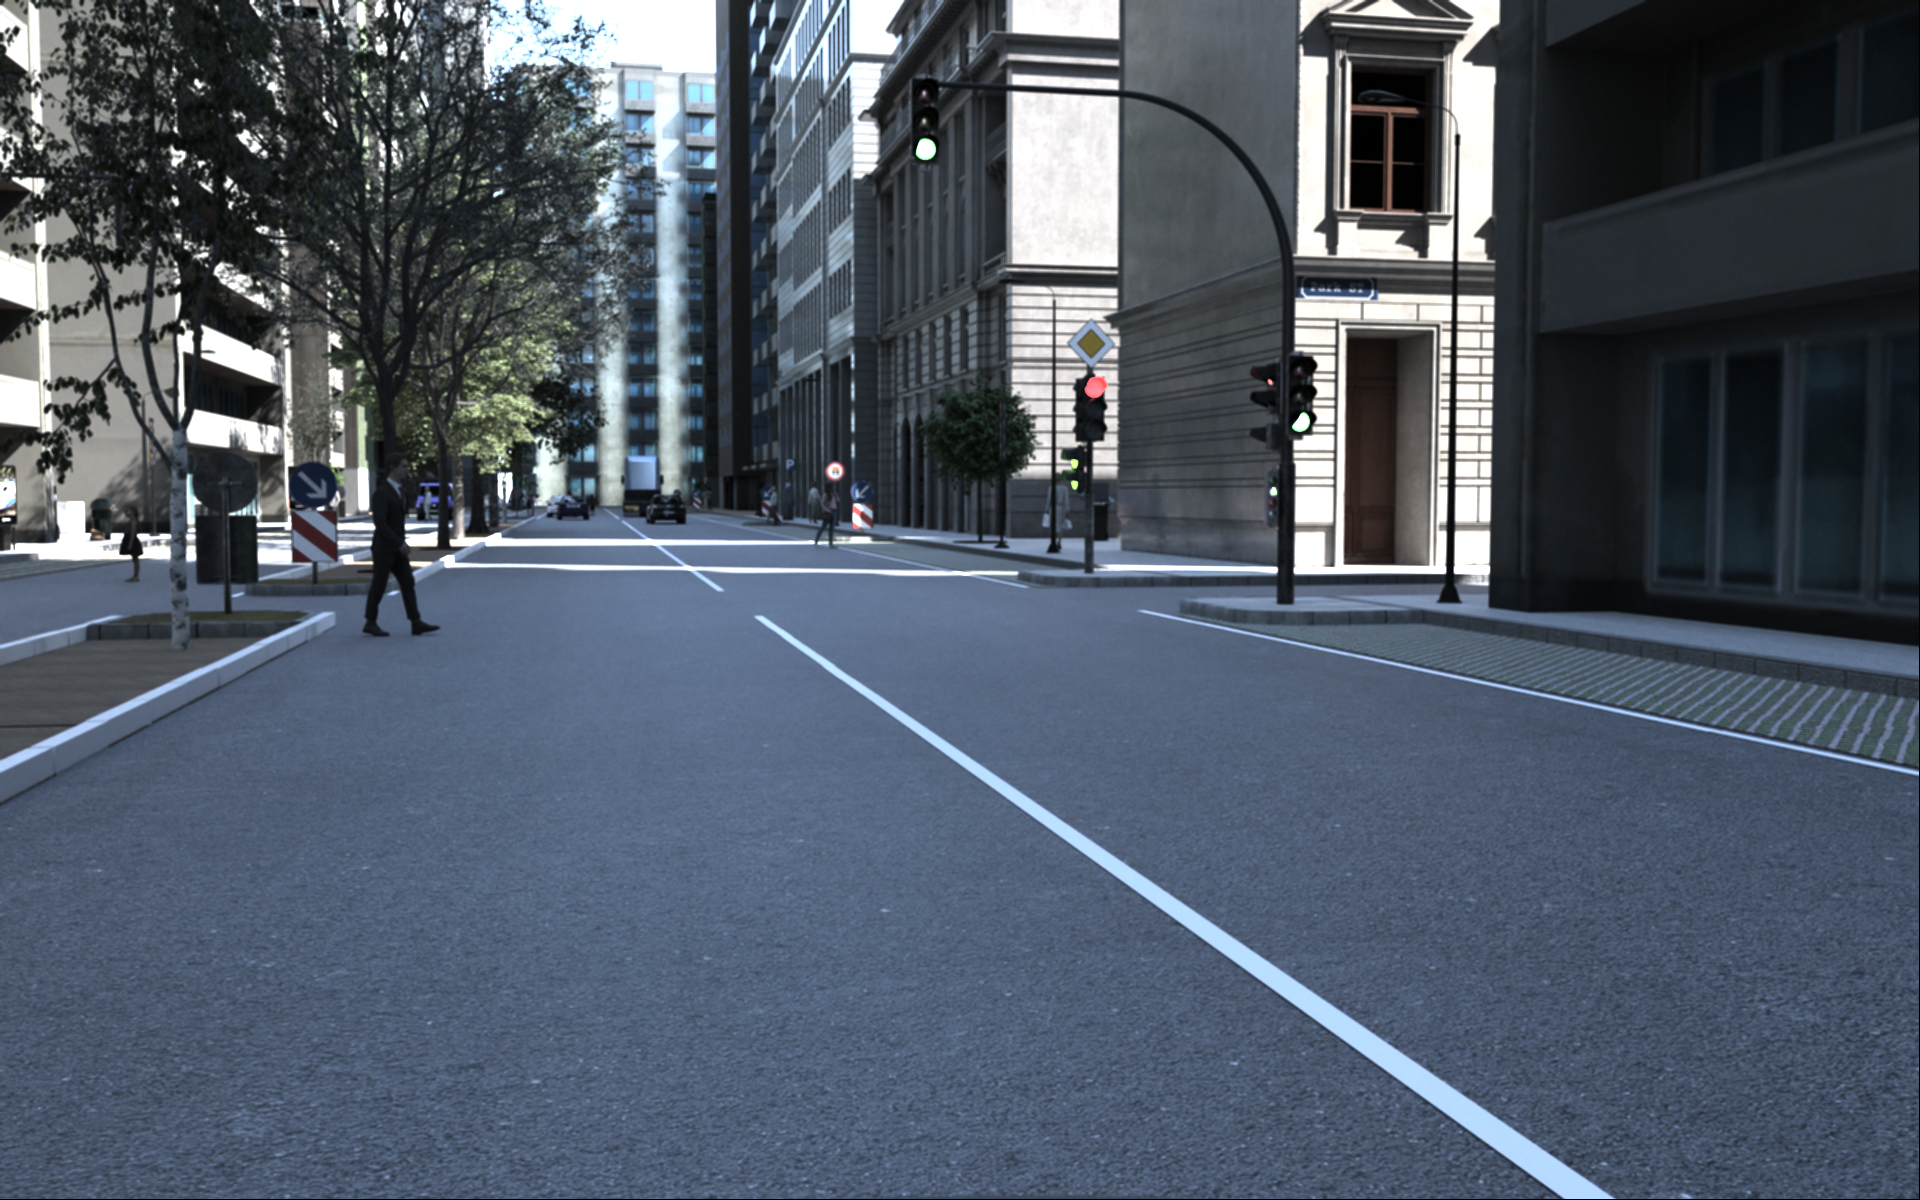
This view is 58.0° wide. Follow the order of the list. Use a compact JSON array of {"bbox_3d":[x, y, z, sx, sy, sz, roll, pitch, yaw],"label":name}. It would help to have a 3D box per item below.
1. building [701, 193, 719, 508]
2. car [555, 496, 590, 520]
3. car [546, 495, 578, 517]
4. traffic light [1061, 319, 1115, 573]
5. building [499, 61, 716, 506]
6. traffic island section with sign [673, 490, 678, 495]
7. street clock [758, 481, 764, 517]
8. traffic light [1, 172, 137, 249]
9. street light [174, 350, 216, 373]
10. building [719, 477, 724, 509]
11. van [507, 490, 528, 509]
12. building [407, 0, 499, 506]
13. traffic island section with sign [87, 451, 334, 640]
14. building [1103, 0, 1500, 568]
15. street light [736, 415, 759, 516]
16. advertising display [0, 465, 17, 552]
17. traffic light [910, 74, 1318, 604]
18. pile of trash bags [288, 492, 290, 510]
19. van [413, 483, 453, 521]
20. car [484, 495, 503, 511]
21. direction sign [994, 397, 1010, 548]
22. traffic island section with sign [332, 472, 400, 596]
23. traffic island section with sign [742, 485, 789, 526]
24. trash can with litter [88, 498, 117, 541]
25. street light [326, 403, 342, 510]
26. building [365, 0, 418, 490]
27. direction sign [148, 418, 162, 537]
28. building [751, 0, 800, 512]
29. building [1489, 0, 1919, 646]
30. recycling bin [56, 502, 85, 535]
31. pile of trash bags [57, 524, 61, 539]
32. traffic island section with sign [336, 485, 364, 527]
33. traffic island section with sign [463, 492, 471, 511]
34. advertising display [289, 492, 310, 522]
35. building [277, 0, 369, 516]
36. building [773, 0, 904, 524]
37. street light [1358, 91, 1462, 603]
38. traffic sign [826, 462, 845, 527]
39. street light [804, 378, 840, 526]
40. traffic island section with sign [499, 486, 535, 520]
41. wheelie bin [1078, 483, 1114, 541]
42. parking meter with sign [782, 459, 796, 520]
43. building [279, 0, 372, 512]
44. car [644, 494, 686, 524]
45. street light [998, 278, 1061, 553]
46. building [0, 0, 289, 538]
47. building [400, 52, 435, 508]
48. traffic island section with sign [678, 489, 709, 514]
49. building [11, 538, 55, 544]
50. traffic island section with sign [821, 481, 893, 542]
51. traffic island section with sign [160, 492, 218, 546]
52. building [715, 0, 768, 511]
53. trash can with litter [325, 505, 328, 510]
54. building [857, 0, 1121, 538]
[{"bbox_3d":[-18.288,-24.335,169.570,14.160,30.474,14.107,-1,4,-12],"label":"building"},{"bbox_3d":[-21.747,-5.179,97.264,1.945,1.354,3.894,-1,4,-14],"label":"car"},{"bbox_3d":[-24.862,-5.871,108.352,2.083,1.381,4.827,-1,4,-11],"label":"car"},{"bbox_3d":[2.072,-2.385,27.923,0.839,4.253,0.868,-1,4,-12],"label":"traffic light"},{"bbox_3d":[-36.244,-35.188,194.938,30.456,49.044,23.786,-1,4,-12],"label":"building"},{"bbox_3d":[-25.375,-8.927,154.584,1.989,1.847,2.006,-1,4,-12],"label":"traffic island section with sign"},{"bbox_3d":[-11.036,-5.596,96.072,0.358,2.002,0.471,0,4,2],"label":"street clock"},{"bbox_3d":[-14.136,-3.044,24.436,4.771,5.953,1.251,-1,4,-12],"label":"traffic light"},{"bbox_3d":[-24.616,-5.088,55.729,1.470,5.913,1.316,-1,4,-12],"label":"street light"},{"bbox_3d":[-14.853,-28.868,155.588,14.154,41.232,14.086,-1,4,-12],"label":"building"},{"bbox_3d":[-42.061,-9.634,164.524,2.013,2.044,4.112,-1,4,-11],"label":"van"},{"bbox_3d":[-64.769,-39.424,186.582,28.212,58.520,21.231,-1,4,-12],"label":"building"},{"bbox_3d":[-7.745,-0.602,17.986,2.006,1.907,1.989,-1,4,-12],"label":"traffic island section with sign"},{"bbox_3d":[14.257,-12.238,36.245,21.152,22.565,11.583,-1,4,-12],"label":"building"},{"bbox_3d":[-12.445,-7.898,101.675,1.470,5.913,1.316,-1,4,-12],"label":"street light"},{"bbox_3d":[-21.327,-2.044,38.638,0.123,1.923,0.974,0,4,-4],"label":"advertising display"},{"bbox_3d":[1.742,-2.744,19.537,4.771,5.953,1.251,-1,4,-12],"label":"traffic light"},{"bbox_3d":[-35.738,-4.789,88.054,3.447,1.369,1.912,-3,4,-37],"label":"pile of trash bags"},{"bbox_3d":[-28.850,-5.567,95.409,2.240,2.365,5.245,-1,4,-14],"label":"van"},{"bbox_3d":[-40.770,-8.478,150.984,2.083,1.381,4.827,-1,4,-12],"label":"car"},{"bbox_3d":[0.991,-2.998,41.011,0.379,3.537,0.876,1,4,10],"label":"direction sign"},{"bbox_3d":[-9.308,-1.045,25.227,2.006,1.907,1.989,-1,4,-12],"label":"traffic island section with sign"},{"bbox_3d":[-8.896,-4.286,78.700,1.989,1.847,2.006,-1,4,-12],"label":"traffic island section with sign"},{"bbox_3d":[-23.663,-2.225,47.769,0.624,1.170,1.055,-1,4,-16],"label":"trash can with litter"},{"bbox_3d":[-31.454,-7.044,87.706,1.470,5.913,1.316,-1,4,-12],"label":"street light"},{"bbox_3d":[-57.958,-33.395,135.247,28.713,52.752,27.495,-1,4,-12],"label":"building"},{"bbox_3d":[-24.126,-3.656,51.778,0.379,3.537,0.876,-1,4,-19],"label":"direction sign"},{"bbox_3d":[-2.569,-30.620,120.238,23.786,49.044,30.456,-1,4,-12],"label":"building"},{"bbox_3d":[18.601,-23.632,10.082,21.300,48.544,21.600,-1,4,-12],"label":"building"},{"bbox_3d":[-28.341,-2.595,54.979,0.722,1.027,0.722,1,4,12],"label":"recycling bin"},{"bbox_3d":[-27.169,-2.359,48.329,1.912,1.369,3.447,3,4,39],"label":"pile of trash bags"},{"bbox_3d":[-26.935,-4.059,74.990,1.989,1.847,2.006,-1,4,-12],"label":"traffic island section with sign"},{"bbox_3d":[-43.231,-8.645,149.966,1.989,1.847,2.006,-1,4,-12],"label":"traffic island section with sign"},{"bbox_3d":[-30.724,-4.610,80.581,0.974,1.923,0.123,0,4,4],"label":"advertising display"},{"bbox_3d":[-43.514,-20.235,102.537,14.160,30.474,14.107,-1,4,-12],"label":"building"},{"bbox_3d":[-2.356,-19.026,88.569,11.434,29.767,29.804,-1,4,-12],"label":"building"},{"bbox_3d":[5.268,-2.917,20.227,1.470,5.913,1.316,-1,4,-12],"label":"street light"},{"bbox_3d":[-4.902,-4.166,68.219,0.768,2.556,0.104,0,4,-7],"label":"traffic sign"},{"bbox_3d":[-5.555,-5.943,69.709,1.470,5.913,1.316,-1,4,-12],"label":"street light"},{"bbox_3d":[-25.269,-5.536,98.658,2.006,1.907,1.989,-1,4,-12],"label":"traffic island section with sign"},{"bbox_3d":[3.745,-2.432,47.679,0.980,1.594,0.693,0,4,5],"label":"wheelie bin"},{"bbox_3d":[-8.436,-5.435,85.118,0.543,3.016,1.738,0,4,1],"label":"parking meter with sign"},{"bbox_3d":[-47.650,-26.448,116.012,14.154,41.232,14.086,-1,4,-12],"label":"building"},{"bbox_3d":[-14.317,-4.552,84.211,2.009,1.686,4.222,-1,4,-14],"label":"car"},{"bbox_3d":[1.508,-3.971,37.474,1.470,5.913,1.316,-1,4,-12],"label":"street light"},{"bbox_3d":[-38.007,-26.868,62.999,21.300,48.544,21.600,-1,4,-12],"label":"building"},{"bbox_3d":[-56.773,-29.217,161.284,14.086,41.232,14.154,-1,4,-12],"label":"building"},{"bbox_3d":[-19.558,-7.288,127.785,1.989,1.847,2.006,-1,4,-12],"label":"traffic island section with sign"},{"bbox_3d":[-32.011,-24.950,31.642,21.300,48.544,21.600,-1,4,-12],"label":"building"},{"bbox_3d":[-3.173,-2.675,52.357,1.989,1.847,2.006,-1,4,-12],"label":"traffic island section with sign"},{"bbox_3d":[-21.213,-2.448,48.647,1.989,1.847,2.006,-1,4,-12],"label":"traffic island section with sign"},{"bbox_3d":[-12.329,-30.026,141.044,14.600,45.320,14.200,-1,4,-12],"label":"building"},{"bbox_3d":[-34.807,-5.119,95.075,1.055,1.170,0.624,-2,4,-29],"label":"trash can with litter"},{"bbox_3d":[4.759,-13.457,61.828,13.314,21.916,24.055,-1,4,-12],"label":"building"}]
